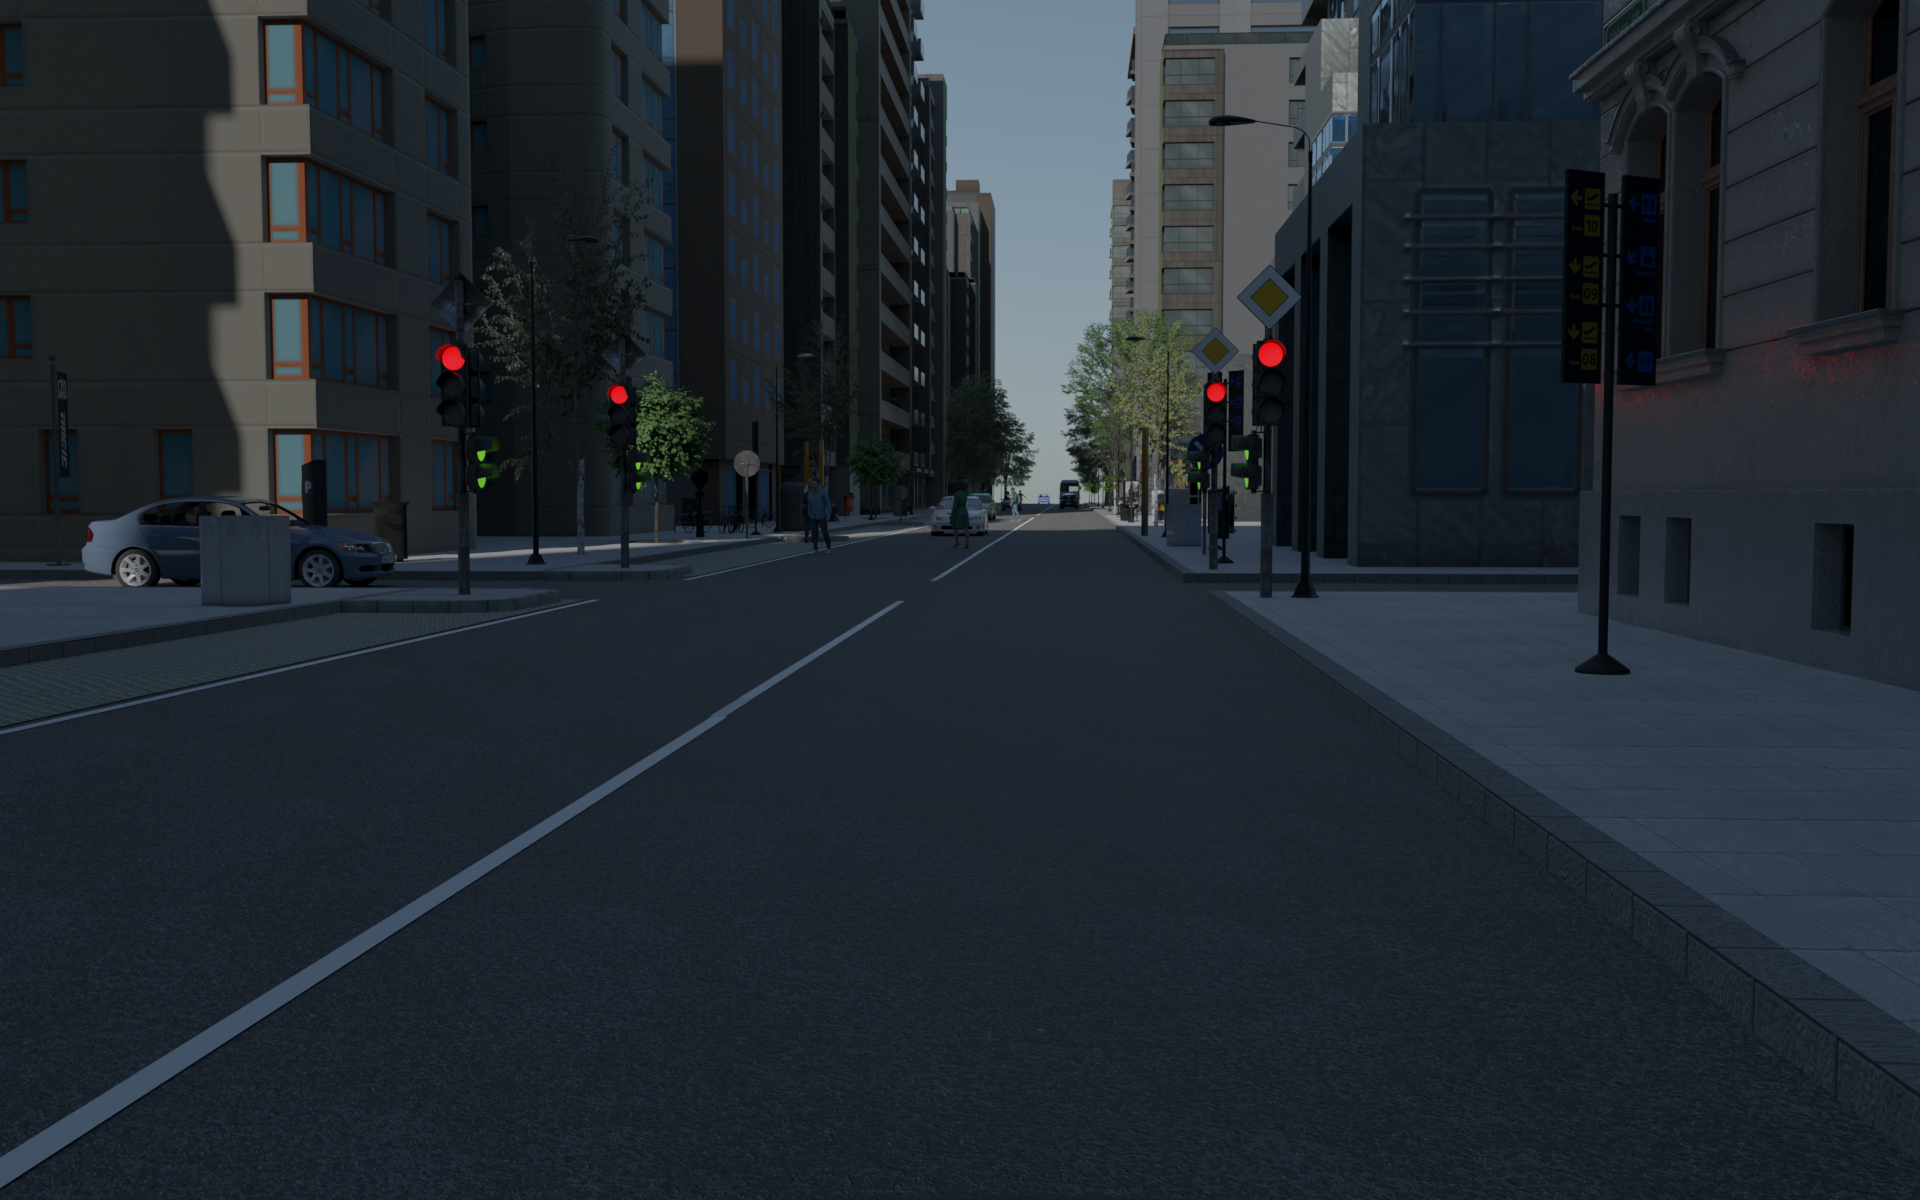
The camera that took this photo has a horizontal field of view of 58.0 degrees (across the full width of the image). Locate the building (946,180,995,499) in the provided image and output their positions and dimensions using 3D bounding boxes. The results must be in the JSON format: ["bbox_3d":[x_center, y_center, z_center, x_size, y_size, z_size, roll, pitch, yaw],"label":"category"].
[{"bbox_3d":[-2.112,-36.726,250.576,14.600,45.320,14.200,0,4,4],"label":"building"}]

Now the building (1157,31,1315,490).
[{"bbox_3d":[19.813,-20.830,112.273,14.160,30.474,14.107,0,4,4],"label":"building"}]

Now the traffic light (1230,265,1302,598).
[{"bbox_3d":[3.778,-1.985,21.378,0.839,4.253,0.868,0,4,4],"label":"traffic light"}]

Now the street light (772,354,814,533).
[{"bbox_3d":[-5.536,-5.195,57.480,1.470,5.913,1.316,0,4,4],"label":"street light"}]

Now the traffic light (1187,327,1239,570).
[{"bbox_3d":[4.290,-2.473,29.347,0.839,4.253,0.868,0,4,4],"label":"traffic light"}]

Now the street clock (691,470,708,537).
[{"bbox_3d":[-7.693,-2.853,51.220,0.471,2.002,0.358,-3,5,-42],"label":"street clock"}]

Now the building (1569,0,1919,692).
[{"bbox_3d":[12.201,-13.400,6.474,14.401,28.519,23.554,0,4,4],"label":"building"}]

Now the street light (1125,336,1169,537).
[{"bbox_3d":[5.585,-4.807,51.136,1.470,5.913,1.316,0,4,4],"label":"street light"}]

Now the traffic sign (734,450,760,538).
[{"bbox_3d":[-6.205,-3.076,50.400,0.768,2.556,0.104,0,4,4],"label":"traffic sign"}]

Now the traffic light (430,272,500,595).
[{"bbox_3d":[-6.313,-2.024,22.008,0.839,4.253,0.868,0,4,4],"label":"traffic light"}]

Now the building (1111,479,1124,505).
[{"bbox_3d":[34.205,-31.496,206.835,32.217,40.220,23.993,0,4,4],"label":"building"}]

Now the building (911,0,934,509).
[{"bbox_3d":[-14.666,-31.952,142.023,23.786,49.044,30.456,0,4,4],"label":"building"}]

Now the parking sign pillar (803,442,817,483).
[{"bbox_3d":[-7.825,-6.214,90.076,1.447,3.967,1.447,-1,4,-18],"label":"parking sign pillar"}]

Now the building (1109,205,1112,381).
[{"bbox_3d":[32.470,-36.286,247.897,22.147,44.769,28.867,0,4,4],"label":"building"}]

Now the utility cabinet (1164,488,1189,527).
[{"bbox_3d":[8.279,-3.490,65.742,1.173,1.500,0.318,-3,4,-37],"label":"utility cabinet"}]

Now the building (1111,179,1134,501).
[{"bbox_3d":[26.786,-33.225,226.819,14.154,41.232,14.086,0,4,4],"label":"building"}]

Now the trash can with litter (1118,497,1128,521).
[{"bbox_3d":[7.859,-4.395,83.242,0.624,1.170,1.055,0,4,0],"label":"trash can with litter"}]

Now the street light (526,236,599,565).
[{"bbox_3d":[-7.193,-3.598,31.372,1.470,5.913,1.316,0,4,4],"label":"street light"}]

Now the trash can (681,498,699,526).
[{"bbox_3d":[-10.763,-3.511,69.054,0.748,1.137,0.748,0,3,0],"label":"trash can"}]

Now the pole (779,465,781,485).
[{"bbox_3d":[-8.914,-5.595,85.324,0.158,3.312,0.155,0,3,0],"label":"pole"}]

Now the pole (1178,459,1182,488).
[{"bbox_3d":[12.778,-6.537,100.721,0.158,3.312,0.155,0,3,0],"label":"pole"}]

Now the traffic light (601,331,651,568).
[{"bbox_3d":[-5.802,-2.511,29.976,0.839,4.253,0.868,0,4,4],"label":"traffic light"}]

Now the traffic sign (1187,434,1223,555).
[{"bbox_3d":[5.174,-2.232,36.607,0.768,2.556,0.104,1,4,10],"label":"traffic sign"}]

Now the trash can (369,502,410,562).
[{"bbox_3d":[-10.730,-1.283,32.626,0.748,1.137,0.748,0,3,0],"label":"trash can"}]

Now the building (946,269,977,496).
[{"bbox_3d":[-5.149,-27.577,222.585,14.160,30.474,14.107,0,4,4],"label":"building"}]

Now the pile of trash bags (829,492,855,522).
[{"bbox_3d":[-6.287,-4.320,80.381,3.447,1.369,1.912,-3,5,-43],"label":"pile of trash bags"}]

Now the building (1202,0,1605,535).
[{"bbox_3d":[22.750,-46.427,71.757,22.319,86.520,31.000,0,4,4],"label":"building"}]

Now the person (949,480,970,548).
[{"bbox_3d":[0.017,-2.259,45.679,0.529,1.795,0.600,3,5,43],"label":"person"}]

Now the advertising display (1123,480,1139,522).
[{"bbox_3d":[7.974,-4.620,80.751,0.974,1.923,0.123,-3,5,-42],"label":"advertising display"}]

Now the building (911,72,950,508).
[{"bbox_3d":[-8.706,-29.392,164.155,14.154,41.232,14.086,0,4,4],"label":"building"}]

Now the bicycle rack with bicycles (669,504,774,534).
[{"bbox_3d":[-8.016,-2.673,57.086,2.852,0.926,2.925,1,4,18],"label":"bicycle rack with bicycles"}]

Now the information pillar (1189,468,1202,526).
[{"bbox_3d":[6.713,-2.748,49.428,0.304,2.012,0.304,2,4,24],"label":"information pillar"}]

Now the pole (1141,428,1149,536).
[{"bbox_3d":[5.679,-3.628,53.155,0.158,3.312,0.155,0,3,0],"label":"pole"}]

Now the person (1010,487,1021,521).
[{"bbox_3d":[2.858,-5.026,91.019,0.721,1.781,0.623,-1,4,-23],"label":"person"}]

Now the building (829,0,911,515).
[{"bbox_3d":[-14.862,-30.111,116.019,21.300,48.544,21.600,0,4,4],"label":"building"}]

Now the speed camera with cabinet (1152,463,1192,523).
[{"bbox_3d":[9.563,-5.052,76.940,2.038,3.252,0.660,1,4,11],"label":"speed camera with cabinet"}]

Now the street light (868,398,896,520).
[{"bbox_3d":[-3.785,-6.829,84.192,1.470,5.913,1.316,0,4,4],"label":"street light"}]

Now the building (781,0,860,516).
[{"bbox_3d":[-13.561,-19.983,98.423,14.160,30.474,14.107,0,4,4],"label":"building"}]

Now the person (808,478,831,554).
[{"bbox_3d":[-3.342,-2.018,41.506,0.660,1.820,0.620,1,4,21],"label":"person"}]

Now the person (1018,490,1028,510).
[{"bbox_3d":[5.593,-9.309,160.705,1.348,1.824,0.705,-1,4,-9],"label":"person"}]

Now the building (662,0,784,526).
[{"bbox_3d":[-15.848,-26.046,75.958,14.600,45.320,14.200,0,4,4],"label":"building"}]

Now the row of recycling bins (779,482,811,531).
[{"bbox_3d":[-5.751,-3.299,61.053,1.069,1.692,3.534,0,4,4],"label":"row of recycling bins"}]

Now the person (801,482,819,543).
[{"bbox_3d":[-4.355,-2.557,50.733,0.576,1.772,0.534,0,4,-6],"label":"person"}]

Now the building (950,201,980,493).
[{"bbox_3d":[-4.604,-33.806,236.321,14.154,41.232,14.086,0,4,4],"label":"building"}]

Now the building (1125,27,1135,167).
[{"bbox_3d":[26.690,-31.034,162.028,22.147,44.769,28.867,0,4,4],"label":"building"}]

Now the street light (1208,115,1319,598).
[{"bbox_3d":[3.745,-2.986,21.367,1.470,5.913,1.316,0,4,4],"label":"street light"}]

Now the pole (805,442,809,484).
[{"bbox_3d":[-5.940,-4.491,67.263,0.158,3.312,0.155,0,3,0],"label":"pole"}]

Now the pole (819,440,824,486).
[{"bbox_3d":[-5.209,-4.362,65.168,0.158,3.312,0.155,0,3,0],"label":"pole"}]

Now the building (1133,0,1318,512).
[{"bbox_3d":[23.892,-36.105,132.320,21.231,58.520,28.212,0,4,4],"label":"building"}]

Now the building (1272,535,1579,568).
[{"bbox_3d":[23.162,-44.361,37.975,31.000,86.520,22.319,0,4,4],"label":"building"}]

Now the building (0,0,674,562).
[{"bbox_3d":[-24.776,-12.341,46.814,27.650,21.520,28.899,0,4,4],"label":"building"}]

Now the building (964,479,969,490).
[{"bbox_3d":[-15.194,-31.315,203.876,32.217,40.220,23.993,0,4,4],"label":"building"}]
